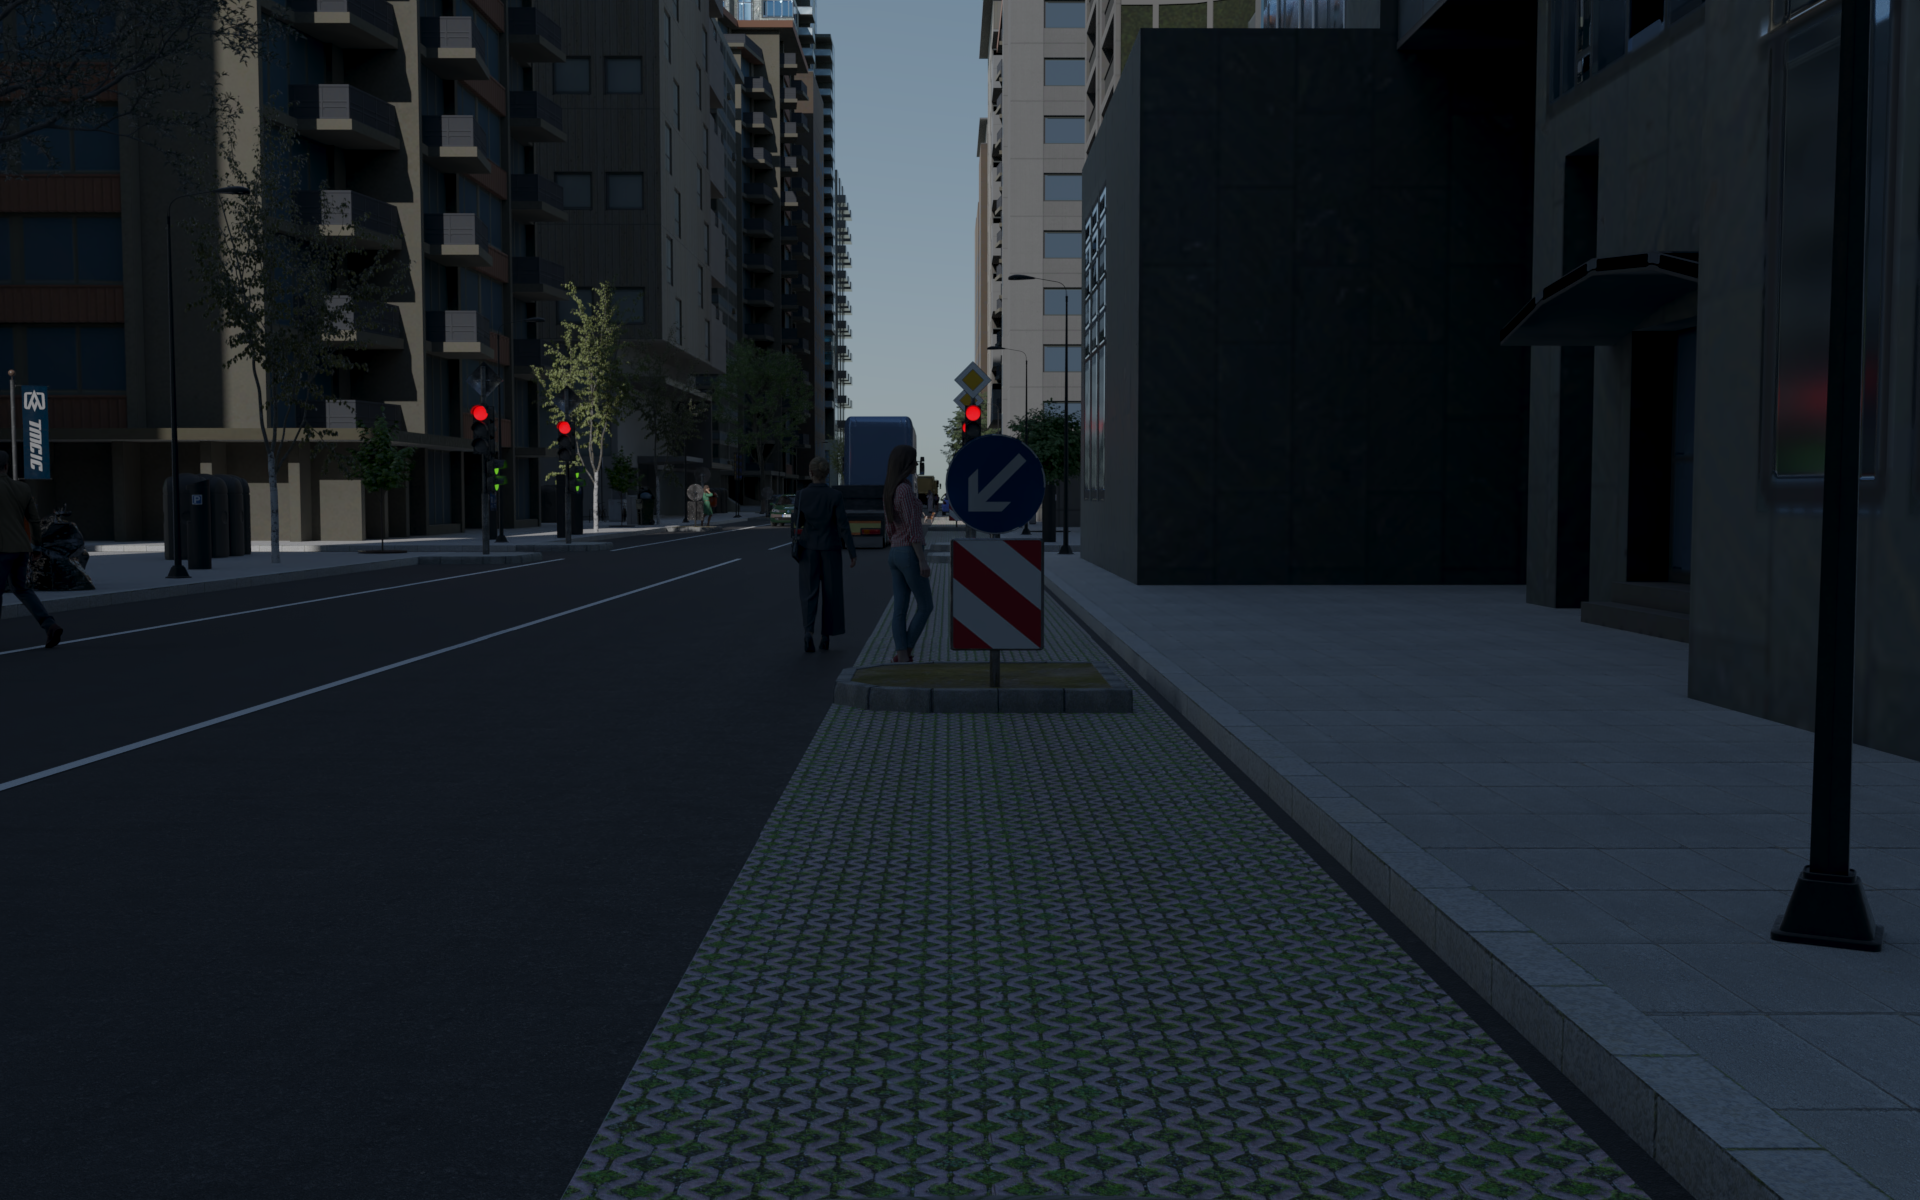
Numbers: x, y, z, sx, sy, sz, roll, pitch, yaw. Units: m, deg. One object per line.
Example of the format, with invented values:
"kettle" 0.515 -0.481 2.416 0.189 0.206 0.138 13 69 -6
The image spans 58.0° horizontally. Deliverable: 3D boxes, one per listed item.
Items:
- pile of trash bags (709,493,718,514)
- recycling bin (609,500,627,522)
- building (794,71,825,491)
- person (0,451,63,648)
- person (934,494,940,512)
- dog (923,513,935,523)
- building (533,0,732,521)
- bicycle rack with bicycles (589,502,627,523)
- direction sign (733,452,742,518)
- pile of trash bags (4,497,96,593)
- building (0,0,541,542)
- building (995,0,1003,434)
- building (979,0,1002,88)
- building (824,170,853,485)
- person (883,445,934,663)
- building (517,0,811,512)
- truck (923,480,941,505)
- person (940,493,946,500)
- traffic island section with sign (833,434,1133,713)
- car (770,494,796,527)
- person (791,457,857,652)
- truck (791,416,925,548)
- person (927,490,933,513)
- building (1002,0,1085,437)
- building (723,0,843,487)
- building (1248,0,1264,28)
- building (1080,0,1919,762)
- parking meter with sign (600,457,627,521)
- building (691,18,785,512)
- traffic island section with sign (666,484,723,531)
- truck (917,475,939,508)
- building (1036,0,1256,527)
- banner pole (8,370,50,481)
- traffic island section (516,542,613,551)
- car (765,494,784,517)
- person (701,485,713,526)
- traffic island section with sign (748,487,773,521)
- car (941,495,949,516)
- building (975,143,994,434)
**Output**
"pile of trash bags" -17.199 -6.215 111.363 3.447 1.369 1.912 1 4 13
"recycling bin" -15.858 -4.149 80.393 0.722 1.027 0.722 0 4 5
"building" -21.566 -32.447 180.623 14.600 45.320 14.200 0 4 0
"person" -8.735 -0.462 15.965 0.836 1.842 0.656 -1 4 -14
"person" -1.827 -7.774 138.837 0.421 1.427 0.697 -1 4 -12
"dog" -1.552 -4.145 87.062 0.540 0.507 0.406 -2 4 -24
"building" -27.662 -30.891 94.306 28.713 52.752 27.495 0 4 0
"bicycle rack with bicycles" -15.532 -3.970 78.285 2.852 0.926 2.925 0 4 0
"direction sign" -12.326 -6.379 96.295 0.379 3.537 0.876 1 4 19
"pile of trash bags" -13.020 -0.863 23.859 1.912 1.369 3.447 -2 4 -28
"building" -26.048 -24.699 58.447 22.147 44.769 28.867 0 4 0
"building" 14.317 -30.468 152.777 22.147 44.769 28.867 0 4 0
"building" 16.561 -36.174 180.678 28.713 52.752 27.495 0 4 0
"building" -27.083 -38.584 250.464 23.786 49.044 30.456 0 4 0
"person" -0.404 -0.322 13.773 0.388 1.821 0.555 -3 4 -36
"building" -25.433 -30.835 158.775 22.147 44.769 28.867 0 4 0
"truck" -4.293 -14.700 236.270 3.469 3.379 9.791 0 4 0
"person" -1.017 -8.125 141.299 1.348 1.831 0.705 1 4 20
"traffic island section with sign" 0.125 -0.218 12.190 1.989 1.847 2.006 0 4 0
"car" -7.453 -4.152 77.669 2.009 1.686 4.222 0 4 2
"person" -1.254 -0.422 15.822 0.576 1.772 0.534 -1 4 -15
"truck" -2.947 -3.929 53.998 2.967 4.110 18.799 0 4 1
"person" -2.286 -7.507 131.900 0.551 1.740 0.621 1 4 19
"building" 13.065 -34.432 104.959 21.231 58.520 28.212 0 4 0
"building" -25.737 -55.401 218.478 22.319 86.520 31.000 0 4 0
"building" 16.943 -24.588 52.121 14.200 45.320 14.600 0 4 0
"building" 13.683 -43.066 16.807 22.319 86.520 31.000 0 4 0
"parking meter with sign" -15.984 -5.204 81.352 1.738 3.016 0.543 0 4 -7
"building" -30.063 -26.924 132.091 32.217 40.220 23.993 0 4 0
"traffic island section with sign" -10.302 -3.595 67.411 1.989 1.847 2.006 0 4 0
"truck" -3.911 -11.168 178.520 3.469 3.379 9.791 0 4 0
"building" 13.884 -38.613 69.574 20.563 71.187 20.611 0 4 0
"banner pole" -18.899 -2.758 35.116 0.863 3.779 0.401 -2 4 -29
"traffic island section" -10.149 -1.378 44.818 2.009 0.180 2.903 0 4 0
"car" -10.272 -5.416 100.553 2.014 1.417 4.499 0 4 -1
"person" -10.519 -3.854 71.761 0.529 1.795 0.600 -1 4 -16
"traffic island section with sign" -10.479 -5.244 94.365 1.989 1.847 2.006 0 4 0
"car" -0.343 -6.486 115.630 1.945 1.707 3.694 0 4 1
"building" 9.355 -34.613 216.027 14.600 45.320 14.200 0 4 0
